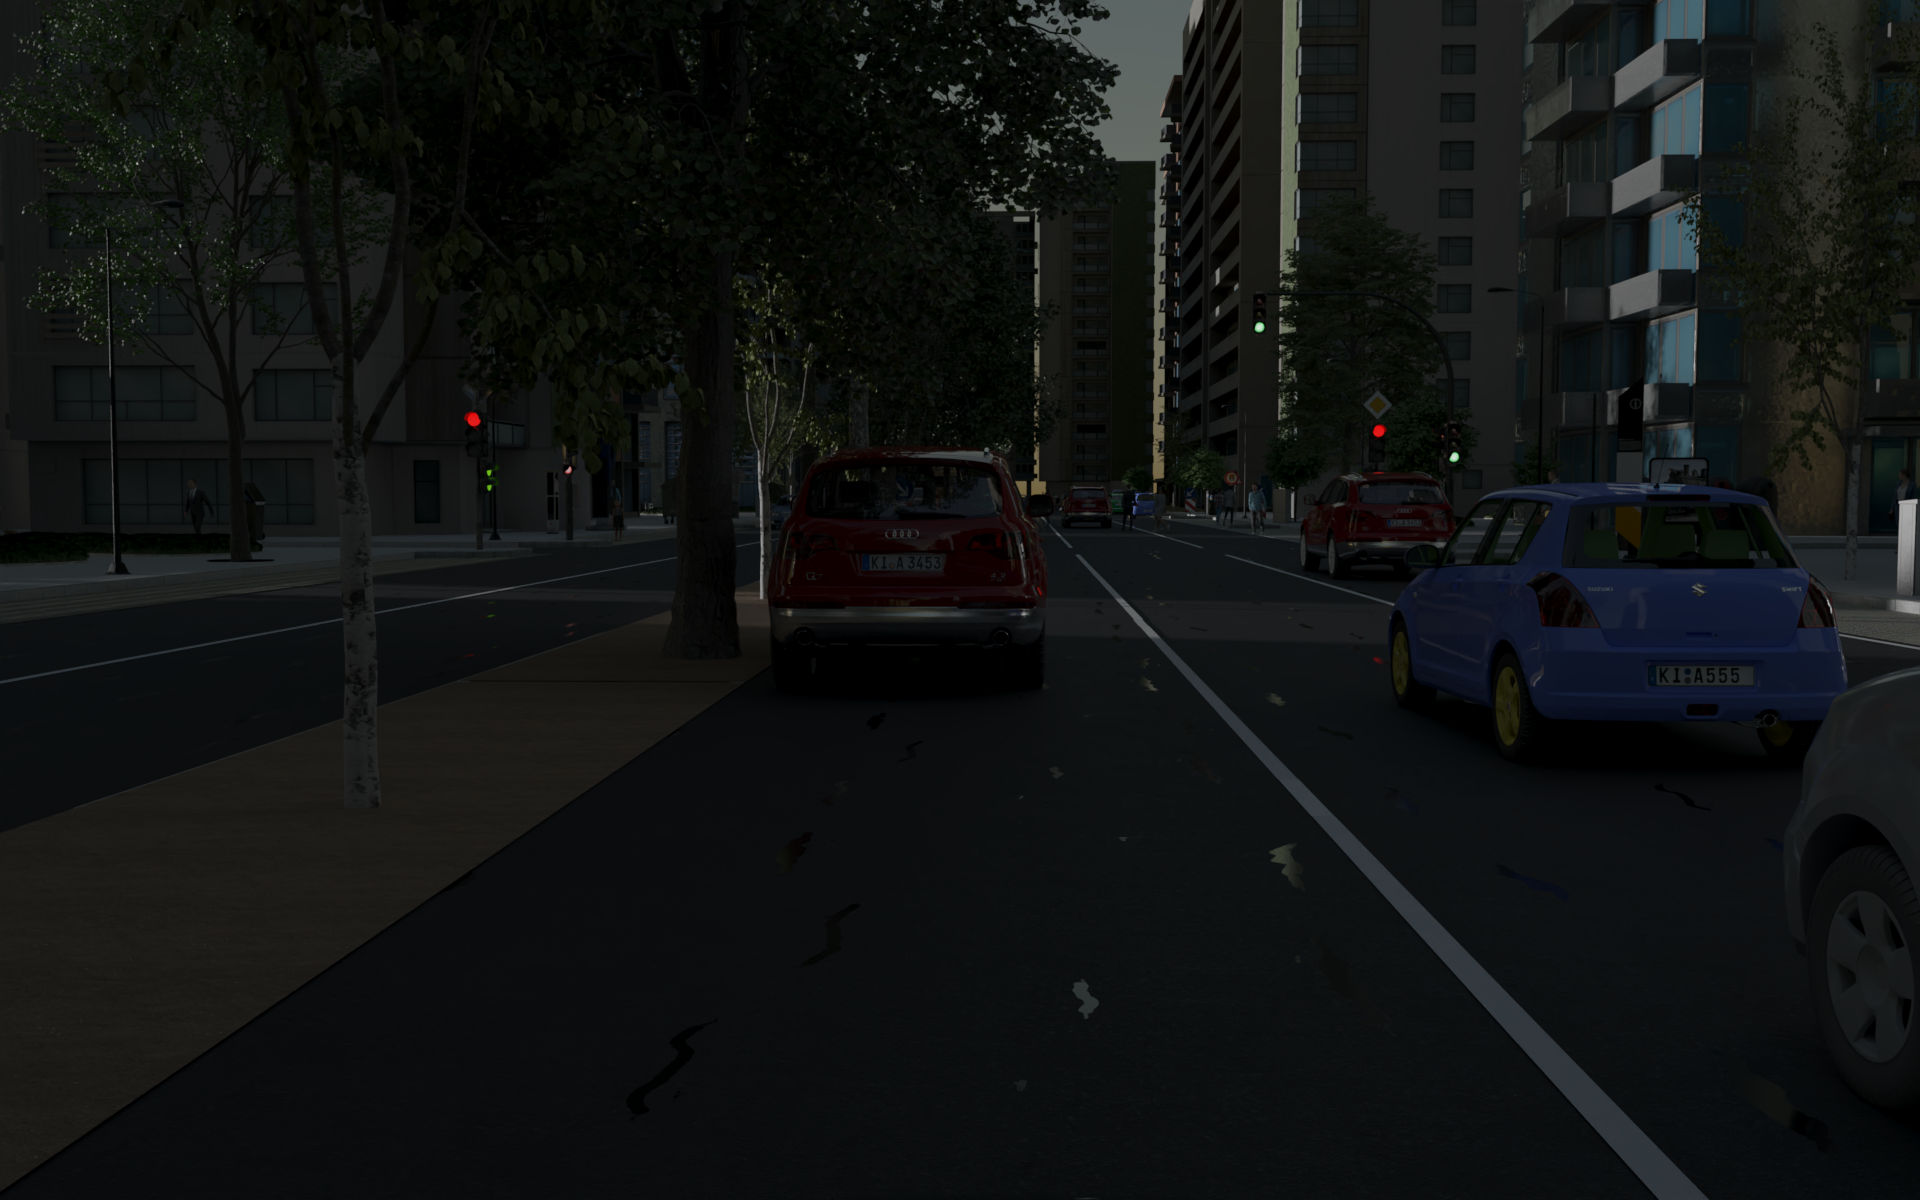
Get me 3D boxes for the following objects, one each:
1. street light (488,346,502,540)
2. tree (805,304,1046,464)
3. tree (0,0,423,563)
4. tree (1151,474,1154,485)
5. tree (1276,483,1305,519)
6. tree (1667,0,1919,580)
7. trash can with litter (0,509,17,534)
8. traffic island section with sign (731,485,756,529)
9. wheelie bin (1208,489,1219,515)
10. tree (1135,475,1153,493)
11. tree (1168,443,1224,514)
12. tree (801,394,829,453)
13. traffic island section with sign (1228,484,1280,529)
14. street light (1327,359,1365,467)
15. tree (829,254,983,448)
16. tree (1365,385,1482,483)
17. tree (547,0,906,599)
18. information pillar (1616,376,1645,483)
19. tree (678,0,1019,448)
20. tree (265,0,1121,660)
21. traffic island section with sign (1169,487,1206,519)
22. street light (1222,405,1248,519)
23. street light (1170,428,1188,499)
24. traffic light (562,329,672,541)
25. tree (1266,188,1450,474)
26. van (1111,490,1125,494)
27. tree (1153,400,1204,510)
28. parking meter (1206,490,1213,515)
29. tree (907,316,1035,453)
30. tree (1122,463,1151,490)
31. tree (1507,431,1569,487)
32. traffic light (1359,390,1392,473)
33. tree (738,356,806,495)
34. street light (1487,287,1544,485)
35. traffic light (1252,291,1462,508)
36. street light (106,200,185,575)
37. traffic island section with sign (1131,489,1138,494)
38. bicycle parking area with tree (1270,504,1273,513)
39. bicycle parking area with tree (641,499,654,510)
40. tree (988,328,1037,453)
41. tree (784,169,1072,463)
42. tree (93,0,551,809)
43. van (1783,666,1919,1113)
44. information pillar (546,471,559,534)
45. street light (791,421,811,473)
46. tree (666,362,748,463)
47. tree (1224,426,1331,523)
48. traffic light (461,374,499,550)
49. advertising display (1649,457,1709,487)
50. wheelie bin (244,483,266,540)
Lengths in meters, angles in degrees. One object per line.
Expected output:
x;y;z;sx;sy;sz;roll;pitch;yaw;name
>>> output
-12.370;-4.609;47.890;1.470;5.913;1.316;0;4;2;street light
-0.941;-7.888;65.832;8.767;10.594;7.601;0;4;2;tree
-13.775;-6.532;32.548;9.928;11.665;9.643;0;3;0;tree
17.272;-8.898;129.190;4.285;4.588;4.351;0;3;0;tree
16.885;-5.789;89.252;1.663;3.219;1.824;0;3;0;tree
13.119;-4.610;25.730;4.737;8.622;4.395;0;3;0;tree
-26.714;-2.248;48.146;1.055;1.170;0.624;-1;4;-17;trash can with litter
-9.616;-3.905;72.467;1.989;1.847;2.006;0;4;2;traffic island section with sign
15.387;-5.912;104.568;0.693;1.594;0.980;1;4;17;wheelie bin
17.896;-10.735;170.121;1.663;3.219;1.824;0;3;0;tree
15.756;-7.763;110.634;4.285;4.588;4.351;0;3;0;tree
-9.787;-10.840;127.604;4.360;8.622;3.978;0;3;0;tree
12.196;-3.879;72.049;1.989;1.847;2.006;0;4;2;traffic island section with sign
13.291;-5.320;59.520;1.470;5.913;1.316;0;4;2;street light
-1.358;-5.846;48.403;4.360;8.622;3.978;0;3;0;tree
13.952;-4.188;52.180;4.285;4.588;4.351;0;3;0;tree
-2.604;-4.295;23.043;4.737;8.622;4.395;0;3;0;tree
13.318;-2.633;34.408;0.504;3.616;0.183;2;4;26;information pillar
-3.030;-10.620;31.980;12.611;20.169;13.585;0;3;0;tree
-2.269;-6.470;14.898;9.857;13.997;8.962;0;3;0;tree
13.191;-5.626;100.605;1.989;1.847;2.006;0;4;2;traffic island section with sign
14.372;-7.214;90.485;1.470;5.913;1.316;0;4;2;street light
15.345;-9.090;121.158;1.470;5.913;1.316;0;4;2;street light
-8.675;-4.468;47.716;4.771;5.953;1.251;0;4;2;traffic light
14.854;-8.982;64.975;7.486;12.596;7.792;0;3;0;tree
15.343;-9.862;168.262;2.013;2.044;4.112;0;4;2;van
17.044;-11.367;136.215;4.737;8.622;4.395;0;3;0;tree
15.422;-6.035;107.077;0.372;1.533;0.369;0;3;0;parking meter
-0.660;-9.439;74.917;7.486;12.596;7.792;0;3;0;tree
18.987;-12.294;184.712;4.285;4.588;4.351;0;3;0;tree
17.543;-3.575;53.049;1.663;3.219;1.824;0;3;0;tree
11.280;-3.552;47.003;0.839;4.253;0.868;0;4;2;traffic light
-11.751;-11.211;117.705;7.601;10.594;8.767;-3;4;-36;tree
12.515;-4.062;38.957;1.470;5.913;1.316;0;4;2;street light
8.907;-3.932;38.954;4.771;5.953;1.251;0;4;2;traffic light
-12.933;-3.363;27.521;1.470;5.913;1.316;0;4;2;street light
14.902;-8.630;149.721;1.989;1.847;2.006;0;4;2;traffic island section with sign
24.534;-7.751;113.734;9.016;4.147;8.231;1;4;18;bicycle parking area with tree
-25.045;-8.093;119.317;8.231;4.147;9.016;0;4;-3;bicycle parking area with tree
0.610;-10.716;103.414;9.928;11.665;9.643;0;3;0;tree
-1.049;-8.417;57.076;9.611;12.733;9.660;0;3;0;tree
-2.696;-3.339;7.406;4.737;8.622;4.395;0;3;0;tree
2.929;0.261;2.747;2.013;2.044;4.112;0;4;0;van
-13.061;-3.121;55.519;0.304;2.012;0.304;1;4;11;information pillar
-10.102;-8.360;109.226;1.470;5.913;1.316;0;4;2;street light
-12.349;-8.149;83.596;4.360;8.622;3.978;0;3;0;tree
15.153;-5.794;78.441;4.285;4.588;4.351;0;3;0;tree
-11.047;-3.110;39.774;0.839;4.253;0.868;0;4;2;traffic light
12.580;-1.538;30.362;0.974;1.923;0.123;1;4;20;advertising display
-19.643;-2.441;47.818;0.693;1.594;0.980;0;4;5;wheelie bin
